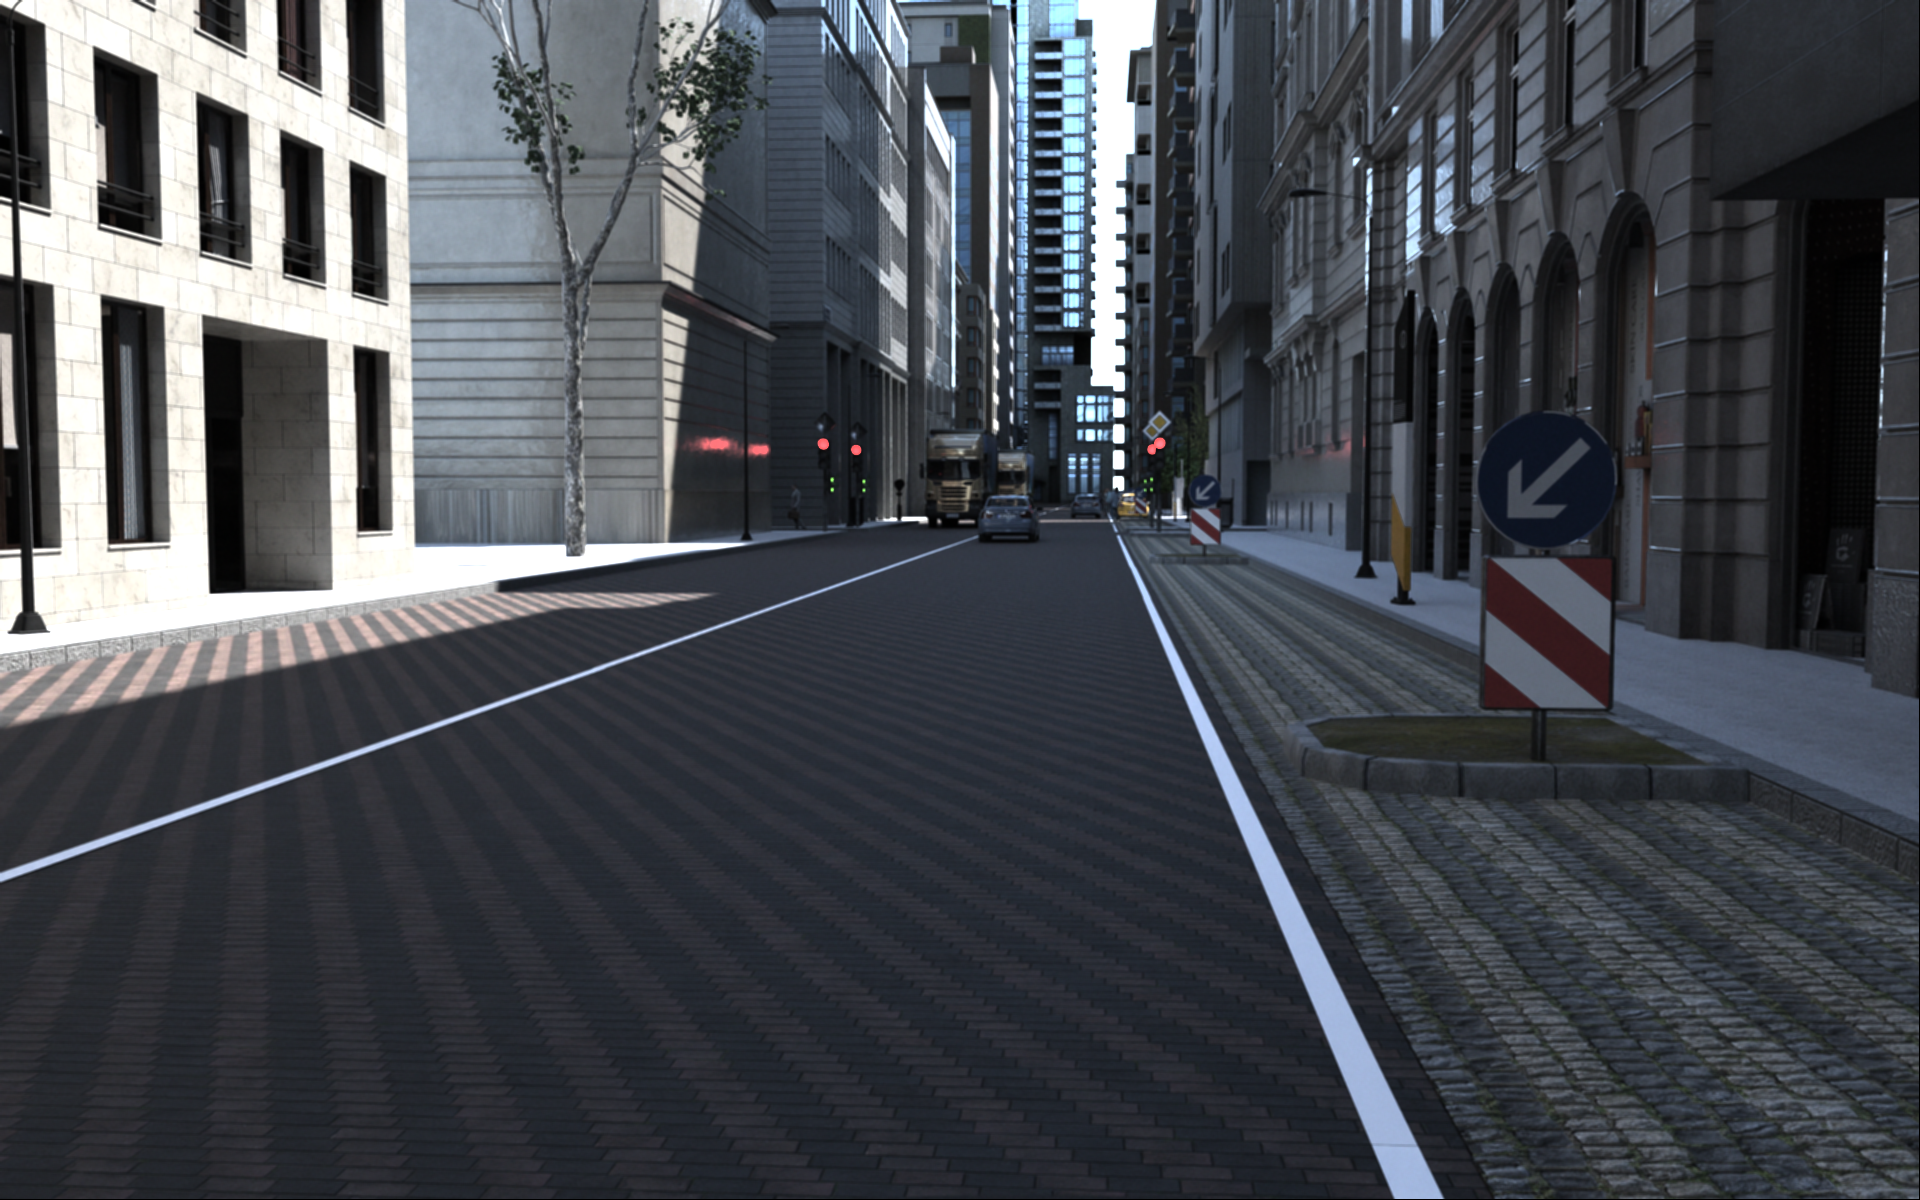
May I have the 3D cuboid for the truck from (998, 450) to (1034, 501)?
[{"bbox_3d":[3.309,-7.527,111.975,2.839,4.237,11.283,0,4,5],"label":"truck"}]

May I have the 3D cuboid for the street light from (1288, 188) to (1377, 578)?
[{"bbox_3d":[5.688,-3.297,26.448,1.470,5.913,1.316,0,4,5],"label":"street light"}]

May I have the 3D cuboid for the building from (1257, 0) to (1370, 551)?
[{"bbox_3d":[15.517,-15.772,45.265,14.401,28.519,23.554,0,4,5],"label":"building"}]

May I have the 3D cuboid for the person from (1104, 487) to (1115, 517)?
[{"bbox_3d":[9.198,-6.014,106.690,0.748,1.841,0.638,2,4,26],"label":"person"}]

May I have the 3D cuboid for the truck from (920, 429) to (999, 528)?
[{"bbox_3d":[0.126,-5.392,77.066,2.839,4.237,11.283,0,4,5],"label":"truck"}]

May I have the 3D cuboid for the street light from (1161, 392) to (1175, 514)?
[{"bbox_3d":[9.881,-6.507,78.927,1.470,5.913,1.316,0,4,5],"label":"street light"}]

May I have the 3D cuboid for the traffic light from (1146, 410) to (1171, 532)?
[{"bbox_3d":[6.681,-4.239,58.226,0.839,4.253,0.868,0,4,5],"label":"traffic light"}]

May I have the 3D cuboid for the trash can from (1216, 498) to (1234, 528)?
[{"bbox_3d":[9.989,-3.292,65.481,0.748,1.137,0.748,0,3,0],"label":"trash can"}]

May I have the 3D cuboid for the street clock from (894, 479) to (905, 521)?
[{"bbox_3d":[-2.944,-4.857,83.980,0.471,2.002,0.358,-1,4,-20],"label":"street clock"}]

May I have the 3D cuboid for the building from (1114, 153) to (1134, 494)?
[{"bbox_3d":[36.192,-37.617,234.641,30.456,49.044,23.786,0,4,5],"label":"building"}]

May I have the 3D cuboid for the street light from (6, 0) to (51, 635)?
[{"bbox_3d":[-8.042,-2.642,15.741,1.470,5.913,1.316,0,4,5],"label":"street light"}]

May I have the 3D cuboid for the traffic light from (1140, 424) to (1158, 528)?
[{"bbox_3d":[7.323,-4.726,66.186,0.839,4.253,0.868,0,4,5],"label":"traffic light"}]

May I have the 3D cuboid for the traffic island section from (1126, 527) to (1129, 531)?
[{"bbox_3d":[7.362,-2.692,66.296,2.009,0.180,2.903,0,4,5],"label":"traffic island section"}]

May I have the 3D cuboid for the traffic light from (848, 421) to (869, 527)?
[{"bbox_3d":[-3.954,-4.780,67.075,0.839,4.253,0.868,0,4,5],"label":"traffic light"}]

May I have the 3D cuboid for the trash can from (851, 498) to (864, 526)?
[{"bbox_3d":[-4.221,-3.590,70.356,0.748,1.137,0.748,0,3,0],"label":"trash can"}]

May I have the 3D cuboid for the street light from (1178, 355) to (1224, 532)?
[{"bbox_3d":[8.158,-5.233,58.095,1.470,5.913,1.316,0,4,5],"label":"street light"}]

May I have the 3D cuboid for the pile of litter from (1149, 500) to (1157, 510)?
[{"bbox_3d":[15.260,-7.625,138.637,1.176,0.858,1.719,0,4,4],"label":"pile of litter"}]

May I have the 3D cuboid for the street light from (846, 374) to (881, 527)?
[{"bbox_3d":[-3.739,-5.776,66.982,1.470,5.913,1.316,0,4,5],"label":"street light"}]

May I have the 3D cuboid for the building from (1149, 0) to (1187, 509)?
[{"bbox_3d":[23.845,-30.702,152.082,14.600,45.320,14.200,0,4,5],"label":"building"}]

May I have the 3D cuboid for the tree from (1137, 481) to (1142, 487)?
[{"bbox_3d":[15.825,-9.186,144.790,1.663,3.219,1.824,0,3,0],"label":"tree"}]

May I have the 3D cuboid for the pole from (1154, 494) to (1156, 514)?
[{"bbox_3d":[12.589,-7.253,112.434,0.158,3.312,0.155,0,3,0],"label":"pole"}]

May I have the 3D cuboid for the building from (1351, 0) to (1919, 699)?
[{"bbox_3d":[12.767,-10.973,21.208,13.314,21.916,24.055,0,4,5],"label":"building"}]

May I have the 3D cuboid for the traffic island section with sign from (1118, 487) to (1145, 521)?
[{"bbox_3d":[9.350,-5.027,90.815,1.989,1.847,2.006,0,4,5],"label":"traffic island section with sign"}]

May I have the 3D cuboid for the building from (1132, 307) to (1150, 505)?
[{"bbox_3d":[31.512,-20.106,173.772,27.650,21.520,28.899,0,4,5],"label":"building"}]

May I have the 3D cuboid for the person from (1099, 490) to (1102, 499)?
[{"bbox_3d":[13.127,-9.381,161.954,0.705,1.814,1.350,2,4,26],"label":"person"}]

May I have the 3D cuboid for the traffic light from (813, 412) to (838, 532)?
[{"bbox_3d":[-4.595,-4.293,59.115,0.839,4.253,0.868,0,4,5],"label":"traffic light"}]

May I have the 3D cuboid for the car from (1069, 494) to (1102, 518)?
[{"bbox_3d":[7.526,-5.610,103.729,2.014,1.417,4.499,0,4,3],"label":"car"}]

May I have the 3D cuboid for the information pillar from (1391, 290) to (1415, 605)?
[{"bbox_3d":[5.158,-1.762,20.166,0.183,3.616,0.504,0,4,-4],"label":"information pillar"}]

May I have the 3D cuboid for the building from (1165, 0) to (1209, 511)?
[{"bbox_3d":[26.301,-28.773,125.058,22.147,44.769,28.867,0,4,5],"label":"building"}]

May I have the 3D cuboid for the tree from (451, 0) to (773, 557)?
[{"bbox_3d":[-6.612,-10.897,34.063,12.611,20.169,13.585,0,3,0],"label":"tree"}]

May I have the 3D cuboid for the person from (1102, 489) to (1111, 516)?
[{"bbox_3d":[9.603,-6.423,113.785,0.520,1.790,0.573,-1,4,-21],"label":"person"}]

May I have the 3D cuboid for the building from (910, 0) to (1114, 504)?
[{"bbox_3d":[5.436,-56.403,234.853,31.000,86.520,22.319,0,4,5],"label":"building"}]

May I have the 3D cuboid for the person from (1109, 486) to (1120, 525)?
[{"bbox_3d":[7.258,-4.438,81.332,0.793,1.790,0.793,1,4,20],"label":"person"}]

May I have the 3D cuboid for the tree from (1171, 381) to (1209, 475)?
[{"bbox_3d":[15.546,-9.758,109.910,4.737,8.622,4.395,0,3,0],"label":"tree"}]

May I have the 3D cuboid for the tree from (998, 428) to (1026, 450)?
[{"bbox_3d":[5.655,-14.874,193.558,4.360,8.622,3.978,0,3,0],"label":"tree"}]

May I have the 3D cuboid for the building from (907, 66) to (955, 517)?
[{"bbox_3d":[-7.128,-17.647,106.543,12.078,24.808,19.932,0,4,5],"label":"building"}]

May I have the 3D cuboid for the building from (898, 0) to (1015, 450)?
[{"bbox_3d":[-7.796,-40.692,207.308,28.212,58.520,21.231,0,4,5],"label":"building"}]

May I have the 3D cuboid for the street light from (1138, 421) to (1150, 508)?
[{"bbox_3d":[12.212,-8.399,109.860,1.470,5.913,1.316,0,4,5],"label":"street light"}]

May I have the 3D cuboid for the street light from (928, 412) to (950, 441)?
[{"bbox_3d":[-1.270,-7.681,98.127,1.470,5.913,1.316,0,4,5],"label":"street light"}]

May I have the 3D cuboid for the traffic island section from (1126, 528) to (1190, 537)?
[{"bbox_3d":[6.721,-2.205,58.337,2.009,0.180,2.903,0,4,5],"label":"traffic island section"}]

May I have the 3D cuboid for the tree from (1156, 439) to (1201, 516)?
[{"bbox_3d":[12.848,-7.299,103.049,4.285,4.588,4.351,0,3,0],"label":"tree"}]

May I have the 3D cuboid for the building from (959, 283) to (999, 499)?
[{"bbox_3d":[-11.120,-19.131,157.837,27.650,21.520,28.899,0,4,5],"label":"building"}]

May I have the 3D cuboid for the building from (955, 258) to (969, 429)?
[{"bbox_3d":[-5.866,-17.793,127.080,11.583,22.565,21.152,0,4,5],"label":"building"}]

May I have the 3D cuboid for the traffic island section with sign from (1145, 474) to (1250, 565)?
[{"bbox_3d":[4.926,-1.668,35.898,1.989,1.847,2.006,0,4,5],"label":"traffic island section with sign"}]

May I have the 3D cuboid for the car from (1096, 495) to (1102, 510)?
[{"bbox_3d":[11.726,-8.613,153.404,1.945,1.354,3.894,0,4,5],"label":"car"}]

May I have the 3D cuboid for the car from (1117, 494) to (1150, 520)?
[{"bbox_3d":[9.524,-5.233,95.788,2.015,1.641,3.980,0,4,4],"label":"car"}]

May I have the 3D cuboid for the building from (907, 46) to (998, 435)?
[{"bbox_3d":[-3.378,-32.291,178.068,14.600,45.320,14.200,0,4,5],"label":"building"}]

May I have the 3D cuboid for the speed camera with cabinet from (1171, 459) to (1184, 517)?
[{"bbox_3d":[12.329,-6.350,98.161,0.660,3.252,2.038,0,4,4],"label":"speed camera with cabinet"}]

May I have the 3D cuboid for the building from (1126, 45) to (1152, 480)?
[{"bbox_3d":[33.781,-37.435,201.305,28.713,52.752,27.495,0,4,5],"label":"building"}]

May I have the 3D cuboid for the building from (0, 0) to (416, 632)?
[{"bbox_3d":[-13.947,-9.937,17.225,10.420,20.320,16.860,0,4,5],"label":"building"}]

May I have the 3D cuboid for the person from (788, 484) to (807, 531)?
[{"bbox_3d":[-6.117,-3.417,64.490,0.853,1.813,0.709,-2,4,-33],"label":"person"}]

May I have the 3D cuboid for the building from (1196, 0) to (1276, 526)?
[{"bbox_3d":[24.407,-29.890,77.939,27.495,52.752,28.713,0,4,5],"label":"building"}]

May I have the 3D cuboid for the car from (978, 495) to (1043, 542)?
[{"bbox_3d":[1.521,-2.510,53.045,2.014,1.417,4.499,0,4,4],"label":"car"}]

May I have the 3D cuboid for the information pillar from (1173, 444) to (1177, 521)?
[{"bbox_3d":[10.086,-5.494,81.173,0.183,3.616,0.504,0,4,4],"label":"information pillar"}]

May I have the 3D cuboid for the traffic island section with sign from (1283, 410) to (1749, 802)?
[{"bbox_3d":[2.745,-0.025,9.031,1.989,1.847,2.006,0,4,5],"label":"traffic island section with sign"}]

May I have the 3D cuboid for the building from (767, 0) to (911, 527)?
[{"bbox_3d":[-9.447,-18.585,81.357,11.434,29.767,29.804,0,4,5],"label":"building"}]

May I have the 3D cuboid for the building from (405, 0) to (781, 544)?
[{"bbox_3d":[-21.188,-13.389,52.189,30.059,22.955,16.112,0,4,5],"label":"building"}]

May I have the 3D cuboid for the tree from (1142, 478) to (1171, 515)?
[{"bbox_3d":[12.634,-6.878,107.062,1.663,3.219,1.824,0,3,0],"label":"tree"}]

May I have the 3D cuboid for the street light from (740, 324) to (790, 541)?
[{"bbox_3d":[-5.357,-4.592,47.617,1.470,5.913,1.316,0,4,5],"label":"street light"}]
